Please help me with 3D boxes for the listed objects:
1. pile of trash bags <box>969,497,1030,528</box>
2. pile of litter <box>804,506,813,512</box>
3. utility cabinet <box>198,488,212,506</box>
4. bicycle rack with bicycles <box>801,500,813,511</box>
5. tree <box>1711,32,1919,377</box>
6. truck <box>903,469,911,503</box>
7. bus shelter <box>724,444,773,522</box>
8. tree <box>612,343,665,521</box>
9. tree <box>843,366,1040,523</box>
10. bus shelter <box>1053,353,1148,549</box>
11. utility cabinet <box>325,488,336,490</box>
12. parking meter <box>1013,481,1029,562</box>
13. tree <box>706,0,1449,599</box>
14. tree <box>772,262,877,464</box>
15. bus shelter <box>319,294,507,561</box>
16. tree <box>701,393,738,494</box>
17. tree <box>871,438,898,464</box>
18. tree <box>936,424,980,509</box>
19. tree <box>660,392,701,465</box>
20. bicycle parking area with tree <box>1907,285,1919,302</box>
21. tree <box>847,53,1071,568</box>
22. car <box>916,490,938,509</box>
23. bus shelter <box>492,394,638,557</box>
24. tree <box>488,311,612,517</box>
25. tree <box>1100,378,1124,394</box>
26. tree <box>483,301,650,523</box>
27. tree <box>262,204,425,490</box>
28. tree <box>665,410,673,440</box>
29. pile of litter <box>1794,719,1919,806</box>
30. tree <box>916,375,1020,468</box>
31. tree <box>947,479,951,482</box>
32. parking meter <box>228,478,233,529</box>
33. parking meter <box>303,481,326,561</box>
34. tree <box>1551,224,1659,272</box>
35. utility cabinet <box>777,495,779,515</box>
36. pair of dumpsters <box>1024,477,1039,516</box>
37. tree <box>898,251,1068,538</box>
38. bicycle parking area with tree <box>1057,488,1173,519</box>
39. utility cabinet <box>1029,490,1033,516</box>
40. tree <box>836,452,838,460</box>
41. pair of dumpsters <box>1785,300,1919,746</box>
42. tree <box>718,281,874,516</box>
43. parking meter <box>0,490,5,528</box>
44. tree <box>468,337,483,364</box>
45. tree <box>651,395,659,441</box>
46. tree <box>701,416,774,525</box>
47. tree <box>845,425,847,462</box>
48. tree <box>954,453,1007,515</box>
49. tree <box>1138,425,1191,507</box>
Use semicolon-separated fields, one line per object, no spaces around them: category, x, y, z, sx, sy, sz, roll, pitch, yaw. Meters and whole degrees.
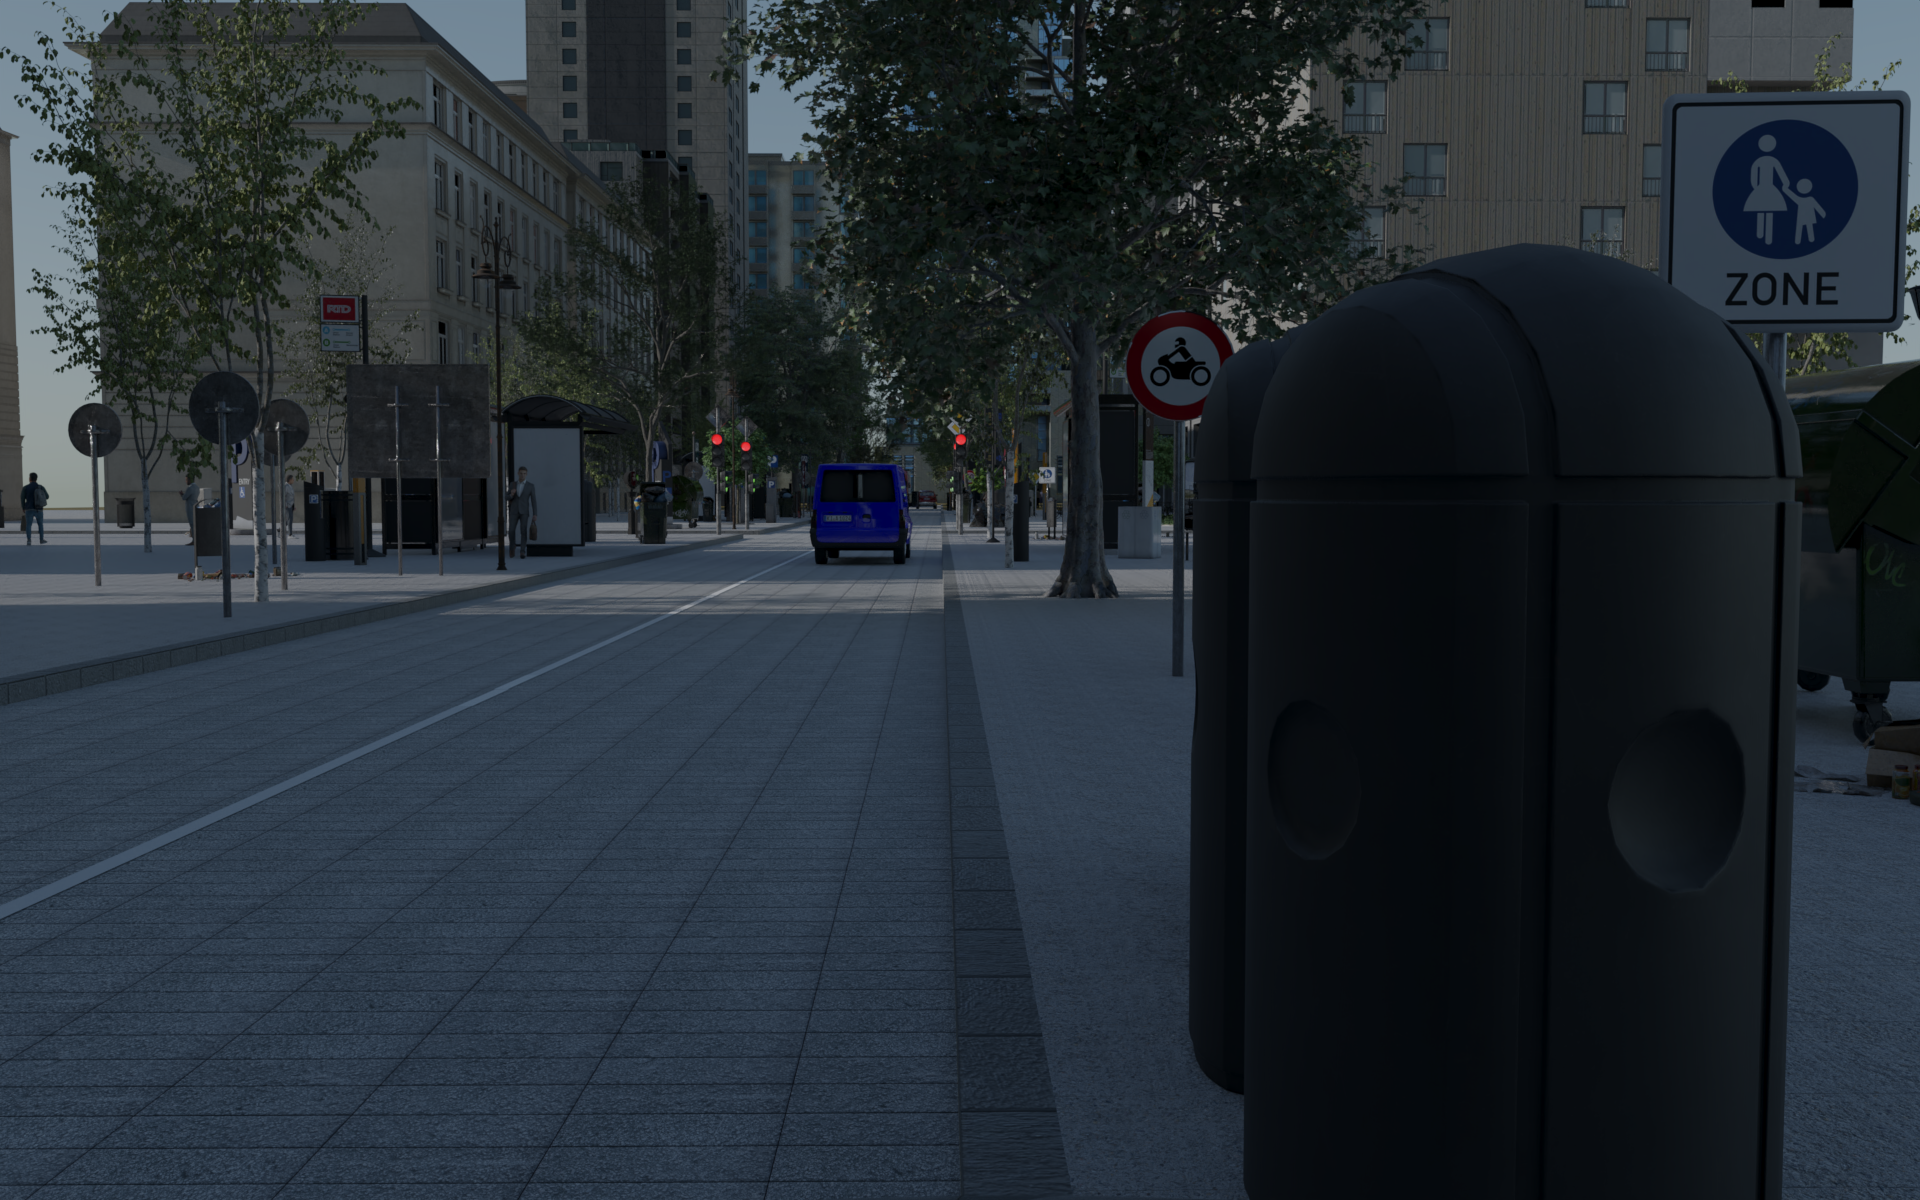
pile of trash bags;1.765;-3.470;66.483;1.912;1.369;3.447;-2;4;-24
pile of litter;-10.479;-6.838;125.767;1.719;0.858;1.176;2;4;31
utility cabinet;-27.682;-3.351;63.463;0.318;1.500;1.173;-2;4;-34
bicycle rack with bicycles;-10.701;-7.132;129.985;2.925;0.926;2.852;0;4;-7
tree;13.878;-4.799;28.832;4.737;8.622;4.395;0;3;0
truck;-6.968;-12.701;196.582;2.839;4.237;11.283;0;3;0
bus shelter;-10.172;-5.651;83.677;1.731;3.624;6.357;0;4;-1
tree;-16.365;-8.020;81.490;4.360;8.622;3.978;0;3;0
tree;0.020;-8.758;77.602;7.601;10.594;8.767;-2;4;-25
bus shelter;3.369;-3.848;40.539;2.179;5.291;8.768;0;4;-1
utility cabinet;-22.638;-3.294;62.541;0.318;1.500;1.173;0;4;-7
parking meter;1.130;-1.502;32.972;0.372;1.533;0.369;0;3;0
tree;1.562;-6.391;21.494;9.611;12.733;9.660;0;3;0
tree;-10.644;-17.156;136.388;12.611;20.169;13.585;0;3;0
bus shelter;-11.807;-3.669;37.620;2.179;5.291;8.768;0;4;-1
tree;-17.912;-10.363;119.794;4.737;8.622;4.395;0;3;0
tree;-9.653;-16.095;213.511;4.737;8.622;4.395;0;3;0
tree;-0.259;-13.690;149.588;9.928;11.665;9.643;0;3;0
tree;-19.313;-9.509;105.842;4.737;8.622;4.395;0;3;0
bicycle parking area with tree;14.504;-2.115;21.587;9.016;4.147;8.231;-1;4;-12
tree;1.022;-4.876;30.088;4.360;8.622;3.978;0;3;0
car;-3.282;-9.785;168.665;2.281;1.827;5.304;0;4;-2
bus shelter;-8.507;-2.690;37.900;2.014;3.302;5.546;0;4;-1
tree;-17.344;-7.358;70.665;4.360;8.622;3.978;0;3;0
tree;8.231;-9.284;102.163;4.737;8.622;4.395;0;3;0
tree;-14.472;-6.961;64.182;4.737;8.622;4.395;0;3;0
tree;-15.933;-5.753;44.426;4.360;8.622;3.978;0;3;0
tree;-16.870;-8.560;90.323;4.360;8.622;3.978;0;3;0
pile of litter;4.444;0.401;7.411;1.719;0.858;1.176;2;4;35
tree;0.680;-12.071;115.489;7.486;12.596;7.792;0;3;0
tree;0.261;-6.793;105.661;1.663;3.219;1.824;0;3;0
parking meter;-25.673;-3.395;61.216;0.399;1.863;0.255;-1;4;-23
parking meter;-12.330;-1.510;33.097;0.372;1.533;0.369;0;3;0
tree;16.909;-5.926;47.260;4.360;8.622;3.978;0;3;0
utility cabinet;-11.028;-5.832;106.514;1.020;1.237;0.306;0;4;4
pair of dumpsters;3.808;-6.113;102.444;1.574;2.255;4.437;0;4;-1
tree;0.987;-6.134;50.649;4.737;8.622;4.395;0;3;0
bicycle parking area with tree;8.998;-6.381;91.330;8.231;4.147;9.016;-3;5;-40
utility cabinet;3.557;-5.472;98.140;1.173;1.500;0.318;-1;4;-20
tree;-9.763;-14.821;176.727;8.767;10.594;7.601;-1;4;-19
pair of dumpsters;5.046;-0.507;10.780;1.574;2.255;4.437;0;4;-1
tree;-9.792;-12.007;102.970;9.857;13.997;8.962;0;3;0
parking meter;-36.200;-3.473;65.191;0.372;1.533;0.369;0;3;0
tree;-19.756;-7.714;76.487;4.737;8.622;4.395;0;3;0
tree;-20.177;-9.182;100.484;4.737;8.622;4.395;0;3;0
tree;-9.443;-5.484;73.369;4.285;4.588;4.351;0;3;0
tree;-9.018;-12.613;156.582;4.360;8.622;3.978;0;3;0
tree;0.939;-4.594;69.714;1.663;3.219;1.824;0;3;0
tree;9.349;-6.023;82.186;4.285;4.588;4.351;0;3;0
